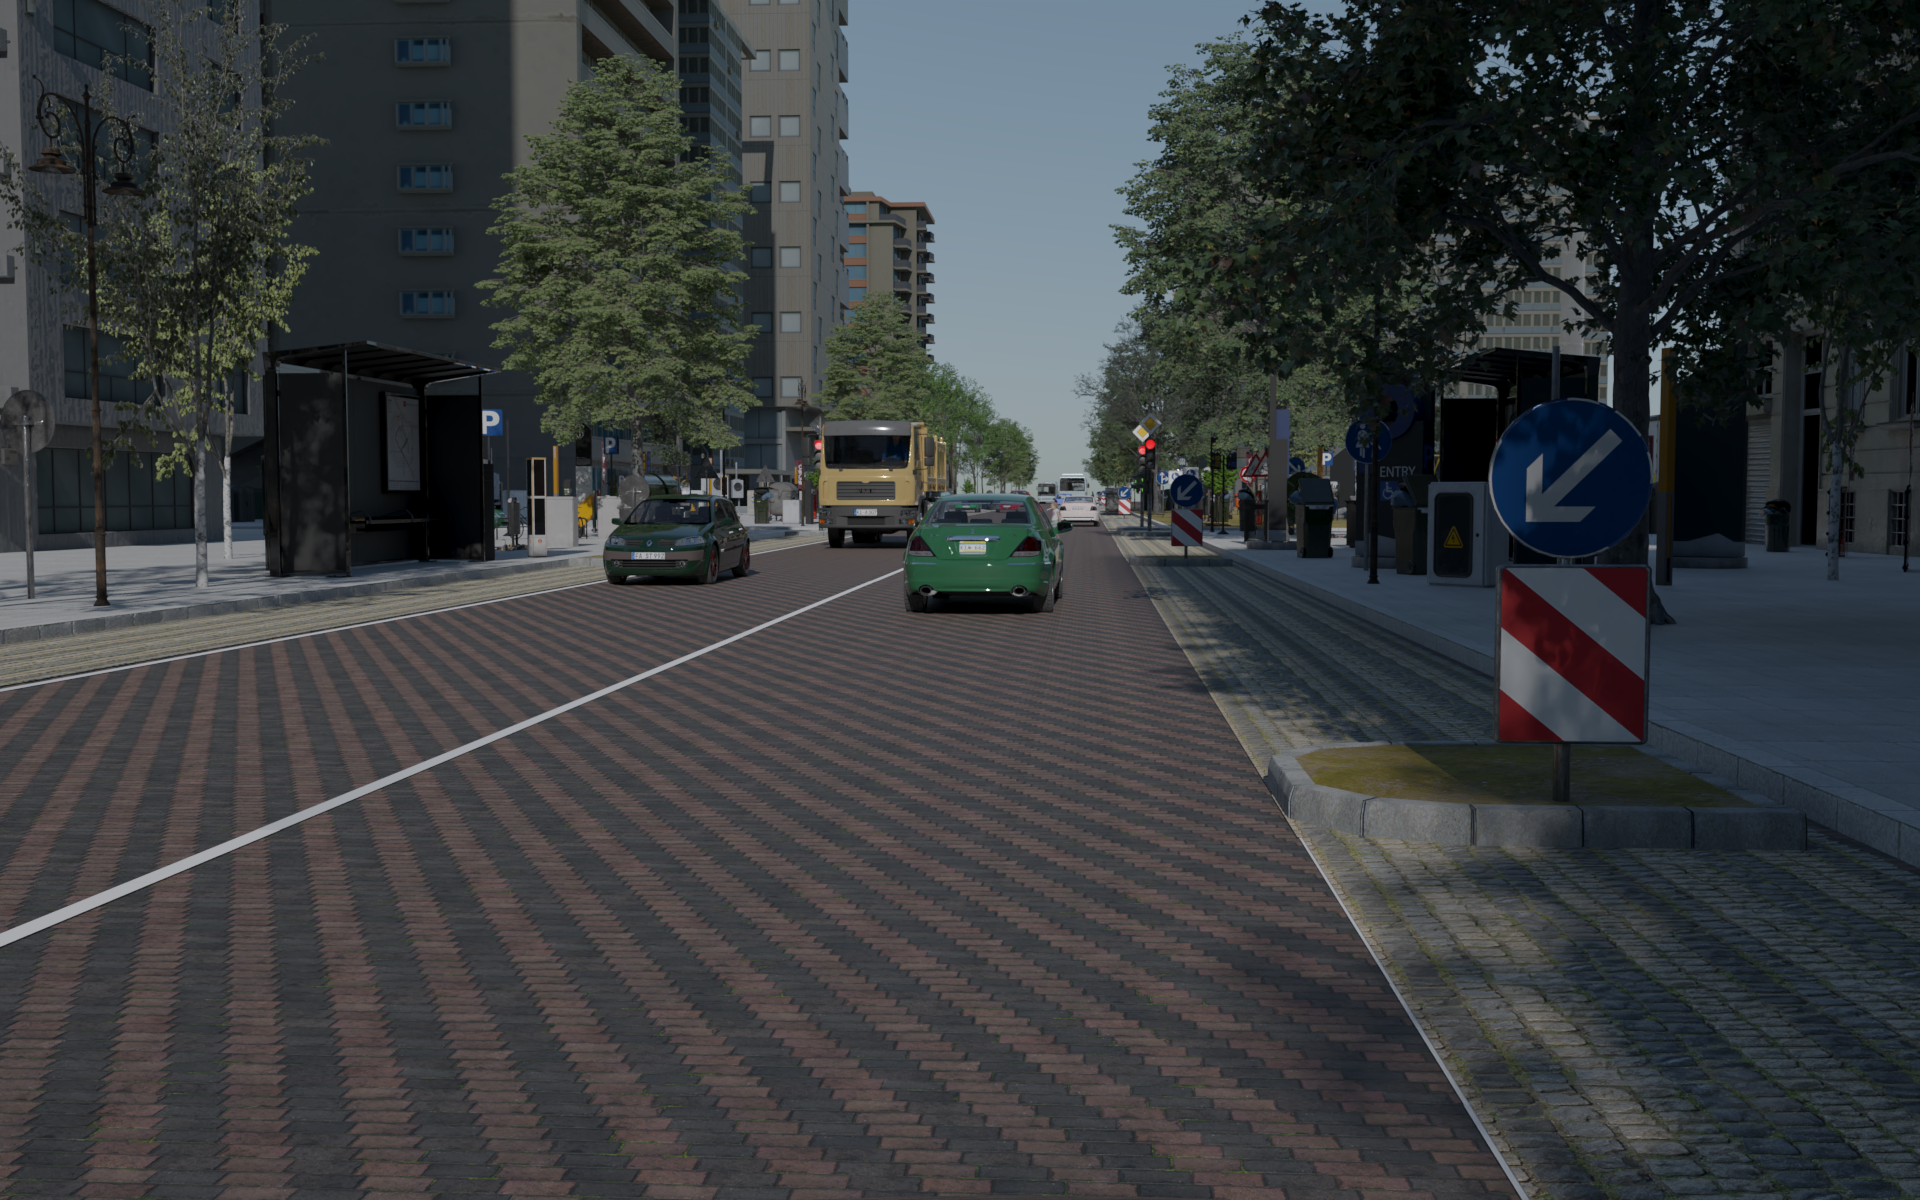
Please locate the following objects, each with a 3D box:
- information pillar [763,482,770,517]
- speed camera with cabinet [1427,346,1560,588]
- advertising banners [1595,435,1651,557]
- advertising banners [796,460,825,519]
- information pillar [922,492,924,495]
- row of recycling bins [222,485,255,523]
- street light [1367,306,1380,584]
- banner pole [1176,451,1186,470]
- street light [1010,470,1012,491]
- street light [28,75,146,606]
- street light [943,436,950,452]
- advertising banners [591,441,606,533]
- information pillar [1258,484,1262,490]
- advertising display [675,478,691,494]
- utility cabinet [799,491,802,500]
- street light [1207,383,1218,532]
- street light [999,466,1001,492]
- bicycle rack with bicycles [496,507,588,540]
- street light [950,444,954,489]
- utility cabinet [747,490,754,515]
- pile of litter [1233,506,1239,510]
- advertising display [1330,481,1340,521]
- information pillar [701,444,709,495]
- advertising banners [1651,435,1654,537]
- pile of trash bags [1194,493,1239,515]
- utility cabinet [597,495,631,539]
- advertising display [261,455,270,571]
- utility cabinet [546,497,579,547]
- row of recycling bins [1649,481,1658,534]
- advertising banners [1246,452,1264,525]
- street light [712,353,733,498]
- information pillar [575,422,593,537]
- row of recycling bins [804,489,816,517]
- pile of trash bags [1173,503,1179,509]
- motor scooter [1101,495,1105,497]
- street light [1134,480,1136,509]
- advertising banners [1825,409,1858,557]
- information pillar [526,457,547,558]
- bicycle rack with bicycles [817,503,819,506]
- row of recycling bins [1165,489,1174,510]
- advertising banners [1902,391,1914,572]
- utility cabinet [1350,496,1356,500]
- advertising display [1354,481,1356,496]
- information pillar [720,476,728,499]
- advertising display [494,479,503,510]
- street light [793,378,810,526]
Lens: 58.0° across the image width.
[{"bbox_3d":[-9.855,-5.117,88.160,0.304,2.012,0.304,1,4,11],"label":"information pillar"},{"bbox_3d":[7.399,-1.794,23.670,0.660,3.252,2.038,-3,4,-38],"label":"speed camera with cabinet"},{"bbox_3d":[12.976,-2.406,35.519,2.074,3.025,0.090,1,4,19],"label":"advertising banners"},{"bbox_3d":[-7.544,-5.675,88.966,2.074,3.025,0.090,-3,4,-36],"label":"advertising banners"},{"bbox_3d":[-2.655,-7.804,118.955,0.183,3.616,0.504,-3,5,-44],"label":"information pillar"},{"bbox_3d":[-33.244,-4.383,78.768,1.069,1.692,3.534,1,4,10],"label":"row of recycling bins"},{"bbox_3d":[5.917,-3.169,24.609,0.468,5.910,1.993,0,4,4],"label":"street light"},{"bbox_3d":[12.878,-6.811,101.379,0.863,3.779,0.401,-2,4,-27],"label":"banner pole"},{"bbox_3d":[7.798,-17.746,262.926,0.468,5.910,1.993,0,4,4],"label":"street light"},{"bbox_3d":[-9.847,-2.869,19.698,0.468,5.910,1.993,0,4,4],"label":"street light"},{"bbox_3d":[-1.308,-10.096,137.853,0.468,5.910,1.993,0,4,4],"label":"street light"},{"bbox_3d":[-11.832,-3.703,56.732,0.090,3.025,2.074,-2,4,-24],"label":"advertising banners"},{"bbox_3d":[22.664,-7.755,131.281,0.304,2.012,0.304,-2,4,-30],"label":"information pillar"},{"bbox_3d":[-11.551,-4.042,71.303,0.974,1.923,0.123,0,4,7],"label":"advertising display"},{"bbox_3d":[-11.623,-7.250,127.213,0.318,1.500,1.173,0,4,-4],"label":"utility cabinet"},{"bbox_3d":[8.534,-5.238,58.436,0.468,5.910,1.993,0,4,4],"label":"street light"},{"bbox_3d":[5.314,-15.621,228.198,0.468,5.910,1.993,0,4,4],"label":"street light"},{"bbox_3d":[-11.648,-2.187,49.134,2.852,0.926,2.925,2,4,26],"label":"bicycle rack with bicycles"},{"bbox_3d":[-0.684,-10.547,145.224,0.468,5.910,1.993,0,4,4],"label":"street light"},{"bbox_3d":[-11.979,-5.741,102.549,1.173,1.500,0.318,0,4,6],"label":"utility cabinet"},{"bbox_3d":[21.845,-7.527,137.034,1.176,0.858,1.719,0,4,8],"label":"pile of litter"},{"bbox_3d":[18.014,-4.832,84.214,0.123,1.923,0.974,-3,5,-41],"label":"advertising display"},{"bbox_3d":[-11.919,-5.475,80.871,0.183,3.616,0.504,-3,5,-45],"label":"information pillar"},{"bbox_3d":[21.121,-3.379,51.427,2.074,3.025,0.090,1,4,18],"label":"advertising banners"},{"bbox_3d":[15.804,-5.931,106.726,3.447,1.369,1.912,0,4,-6],"label":"pile of trash bags"},{"bbox_3d":[-9.758,-2.325,49.182,1.020,1.237,0.306,1,4,12],"label":"utility cabinet"},{"bbox_3d":[-11.723,-1.476,29.351,0.123,1.923,0.974,-1,4,-19],"label":"advertising display"},{"bbox_3d":[-9.836,-1.901,42.246,1.020,1.237,0.306,1,4,13],"label":"utility cabinet"},{"bbox_3d":[21.252,-3.000,56.166,3.534,1.692,1.069,1,4,22],"label":"row of recycling bins"},{"bbox_3d":[12.386,-4.614,71.624,0.090,3.025,2.074,-1,4,-23],"label":"advertising banners"},{"bbox_3d":[-7.345,-4.958,53.846,0.468,5.910,1.993,0,4,4],"label":"street light"},{"bbox_3d":[-11.228,-3.689,51.670,0.504,3.616,0.183,0,4,2],"label":"information pillar"},{"bbox_3d":[-7.189,-5.557,97.975,3.534,1.692,1.069,1,4,11],"label":"row of recycling bins"},{"bbox_3d":[18.197,-7.594,133.921,3.447,1.369,1.912,-2,4,-31],"label":"pile of trash bags"},{"bbox_3d":[21.838,-15.361,263.923,0.815,1.314,1.986,0,4,3],"label":"motor scooter"},{"bbox_3d":[15.184,-10.862,150.388,0.468,5.910,1.993,0,4,4],"label":"street light"},{"bbox_3d":[17.977,-2.390,35.261,0.090,3.025,2.074,3,5,40],"label":"advertising banners"},{"bbox_3d":[-8.545,-1.863,34.958,0.304,2.012,0.304,-3,4,-37],"label":"information pillar"},{"bbox_3d":[-9.161,-6.819,124.866,2.925,0.926,2.852,0,4,0],"label":"bicycle rack with bicycles"},{"bbox_3d":[16.618,-8.005,138.002,1.069,1.692,3.534,1,4,9],"label":"row of recycling bins"},{"bbox_3d":[15.964,-2.014,29.122,0.090,3.025,2.074,2,4,30],"label":"advertising banners"},{"bbox_3d":[31.619,-7.869,139.822,1.020,1.237,0.306,2,4,35],"label":"utility cabinet"},{"bbox_3d":[20.391,-5.038,87.588,0.974,1.923,0.123,-1,4,-11],"label":"advertising display"},{"bbox_3d":[-9.718,-4.092,71.403,0.304,2.012,0.304,-1,4,-12],"label":"information pillar"},{"bbox_3d":[-20.710,-4.371,76.675,0.974,1.923,0.123,1,4,16],"label":"advertising display"},{"bbox_3d":[-6.282,-5.889,69.072,0.468,5.910,1.993,0,4,4],"label":"street light"}]
